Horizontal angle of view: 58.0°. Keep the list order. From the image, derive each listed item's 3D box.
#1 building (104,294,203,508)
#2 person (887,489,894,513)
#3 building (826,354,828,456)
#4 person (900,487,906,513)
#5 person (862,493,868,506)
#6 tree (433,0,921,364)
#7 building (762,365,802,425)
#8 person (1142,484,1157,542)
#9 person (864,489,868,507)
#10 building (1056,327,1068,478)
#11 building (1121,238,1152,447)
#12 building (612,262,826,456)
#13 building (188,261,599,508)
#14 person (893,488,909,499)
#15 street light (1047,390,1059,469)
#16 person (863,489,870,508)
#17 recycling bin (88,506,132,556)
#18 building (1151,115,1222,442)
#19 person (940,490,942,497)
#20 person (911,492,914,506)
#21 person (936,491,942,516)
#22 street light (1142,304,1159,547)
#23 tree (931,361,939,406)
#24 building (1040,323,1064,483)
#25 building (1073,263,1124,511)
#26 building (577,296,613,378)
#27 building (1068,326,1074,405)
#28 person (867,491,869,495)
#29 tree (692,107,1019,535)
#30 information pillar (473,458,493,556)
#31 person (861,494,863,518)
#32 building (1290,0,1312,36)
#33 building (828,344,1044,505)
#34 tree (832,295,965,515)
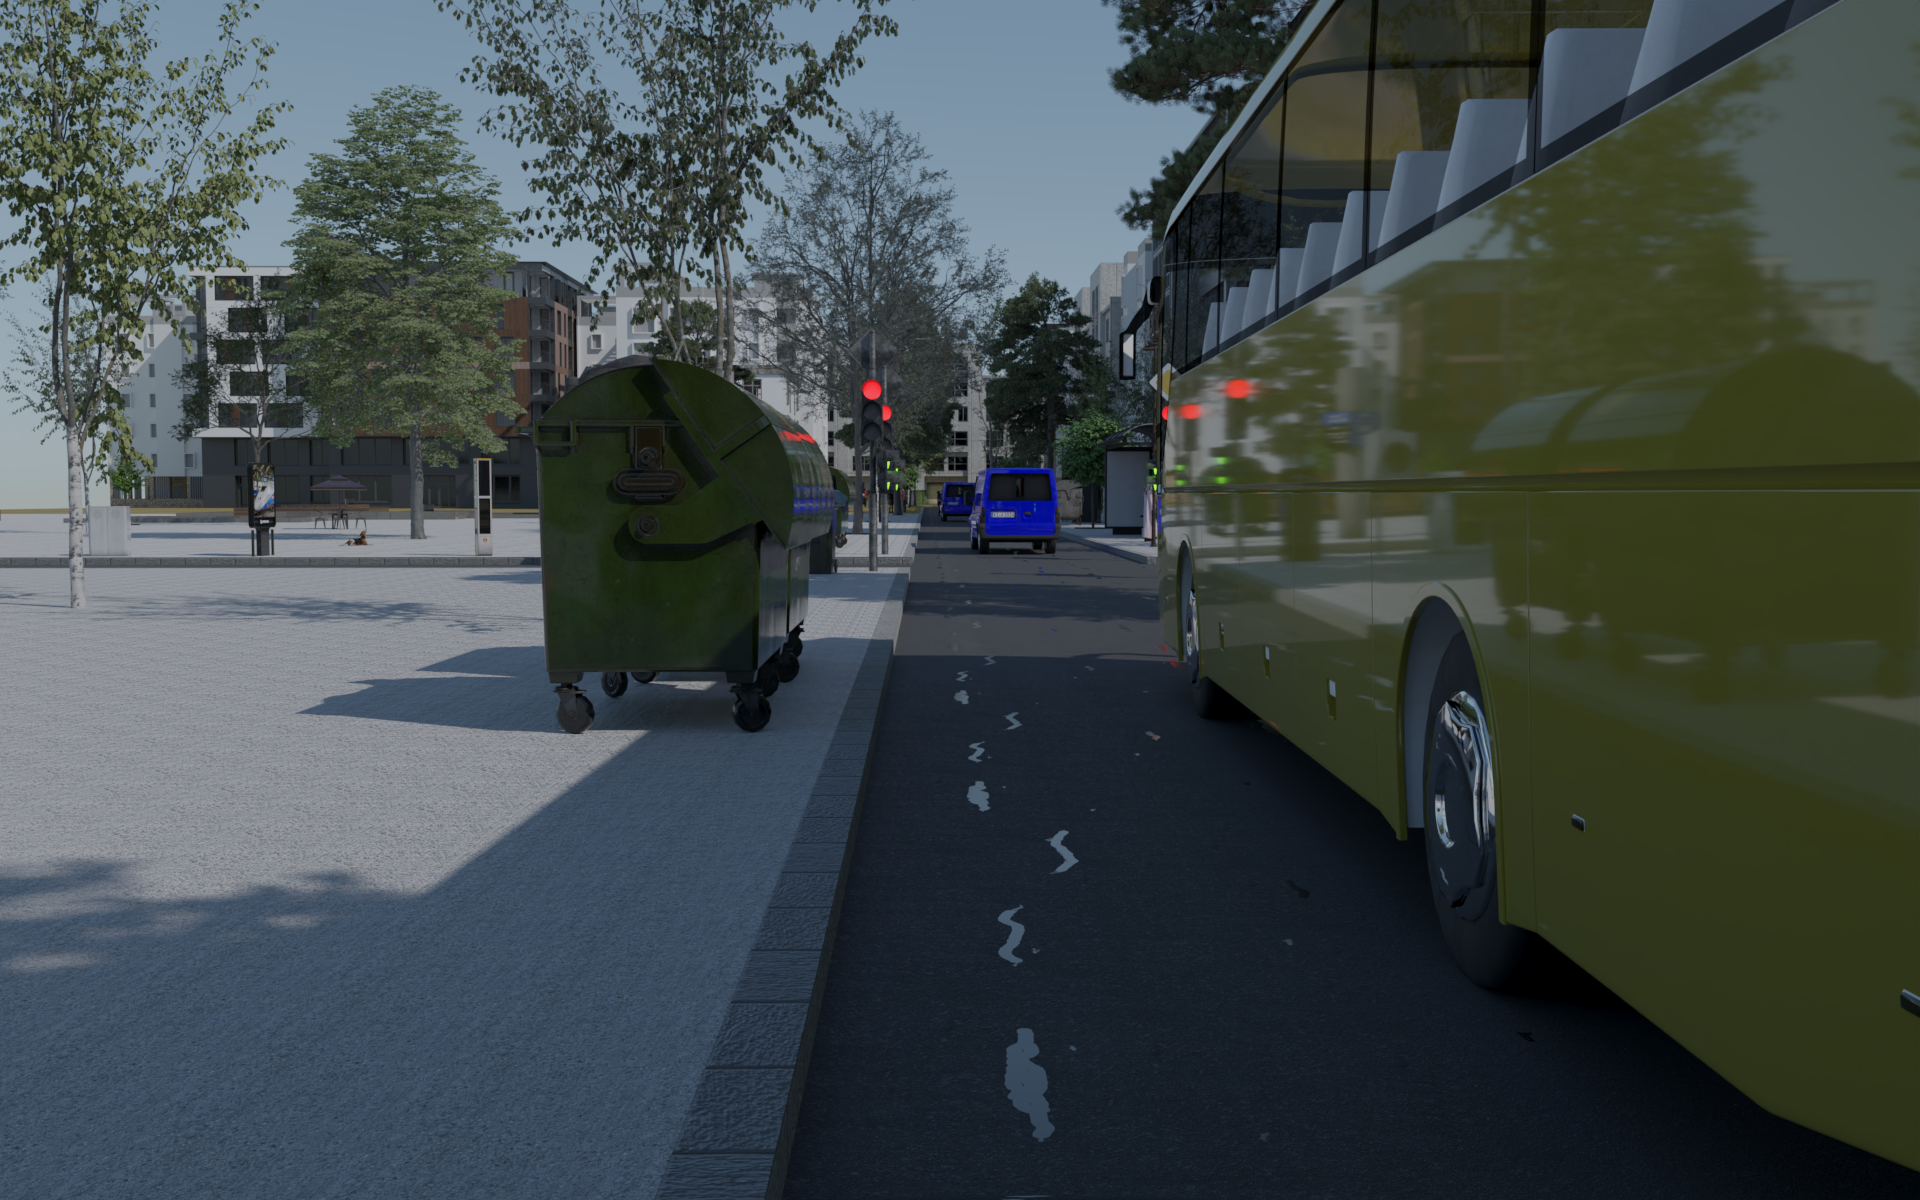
[{"bbox_3d":[-74.934,-19.221,170.680,11.380,20.091,16.016,0,4,-1],"label":"building"},{"bbox_3d":[-4.542,-6.665,115.840,1.217,1.723,0.721,-3,5,-45],"label":"person"},{"bbox_3d":[-20.437,-18.410,157.423,16.016,20.091,11.380,0,4,-1],"label":"building"},{"bbox_3d":[-4.035,-6.943,120.096,0.750,1.759,0.617,1,4,13],"label":"person"},{"bbox_3d":[-10.128,-10.636,183.132,0.799,1.438,0.628,-3,5,-42],"label":"person"},{"bbox_3d":[-2.553,-4.027,16.206,4.360,8.622,3.978,0,3,0],"label":"tree"},{"bbox_3d":[-16.103,-11.272,126.439,9.099,9.664,28.070,0,4,-1],"label":"building"},{"bbox_3d":[5.143,-2.435,46.522,0.621,1.740,0.551,-3,4,-37],"label":"person"},{"bbox_3d":[-9.336,-10.137,171.718,0.705,1.831,1.348,0,4,5],"label":"person"},{"bbox_3d":[17.830,-19.439,174.239,16.016,20.091,11.380,0,4,-1],"label":"building"},{"bbox_3d":[19.301,-16.072,119.194,16.016,20.091,11.380,0,4,-1],"label":"building"},{"bbox_3d":[-19.894,-17.708,145.945,16.016,20.091,11.380,0,4,-1],"label":"building"},{"bbox_3d":[-52.827,-19.691,165.920,32.646,21.610,27.936,0,4,-1],"label":"building"},{"bbox_3d":[-4.489,-7.564,129.655,1.348,1.831,0.705,0,4,8],"label":"person"},{"bbox_3d":[4.102,-6.362,76.799,0.468,5.910,1.993,0,4,-1],"label":"street light"},{"bbox_3d":[-8.339,-9.465,160.811,1.348,1.822,0.705,-2,4,-29],"label":"person"},{"bbox_3d":[-17.666,-1.434,35.993,0.722,1.027,0.722,-1,4,-19],"label":"recycling bin"},{"bbox_3d":[19.498,-17.009,97.167,14.314,24.678,30.058,0,4,-1],"label":"building"},{"bbox_3d":[-1.781,-10.466,179.244,0.705,1.869,1.348,-3,4,-39],"label":"person"},{"bbox_3d":[-5.111,-10.746,182.410,0.551,1.740,0.621,0,4,-3],"label":"person"},{"bbox_3d":[-1.241,-6.205,111.405,0.517,1.644,0.566,-1,4,-20],"label":"person"},{"bbox_3d":[4.695,-4.223,41.839,0.468,5.910,1.993,0,4,-1],"label":"street light"},{"bbox_3d":[-3.084,-7.242,68.776,4.360,8.622,3.978,0,3,0],"label":"tree"},{"bbox_3d":[25.944,-22.893,218.273,32.646,21.610,27.936,0,4,-1],"label":"building"},{"bbox_3d":[18.922,-16.800,141.136,16.747,18.905,31.486,0,4,-1],"label":"building"},{"bbox_3d":[-30.848,-19.284,171.706,11.380,20.091,16.016,0,4,-1],"label":"building"},{"bbox_3d":[18.837,-18.745,162.898,16.016,20.091,11.380,0,4,-1],"label":"building"},{"bbox_3d":[-9.785,-11.095,188.252,0.742,1.727,0.445,1,4,22],"label":"person"},{"bbox_3d":[-3.094,-8.811,54.430,12.009,13.543,11.850,0,3,0],"label":"tree"},{"bbox_3d":[-9.870,-1.917,35.842,0.304,2.012,0.304,-2,4,-28],"label":"information pillar"},{"bbox_3d":[-5.310,-5.074,91.058,0.516,1.574,0.319,-1,4,-22],"label":"person"},{"bbox_3d":[19.359,-14.954,74.170,12.332,23.373,15.834,0,4,-1],"label":"building"},{"bbox_3d":[-6.006,-21.133,211.983,31.486,18.905,16.747,0,4,-1],"label":"building"},{"bbox_3d":[-4.006,-12.033,104.165,7.806,13.903,7.818,0,3,0],"label":"tree"}]
